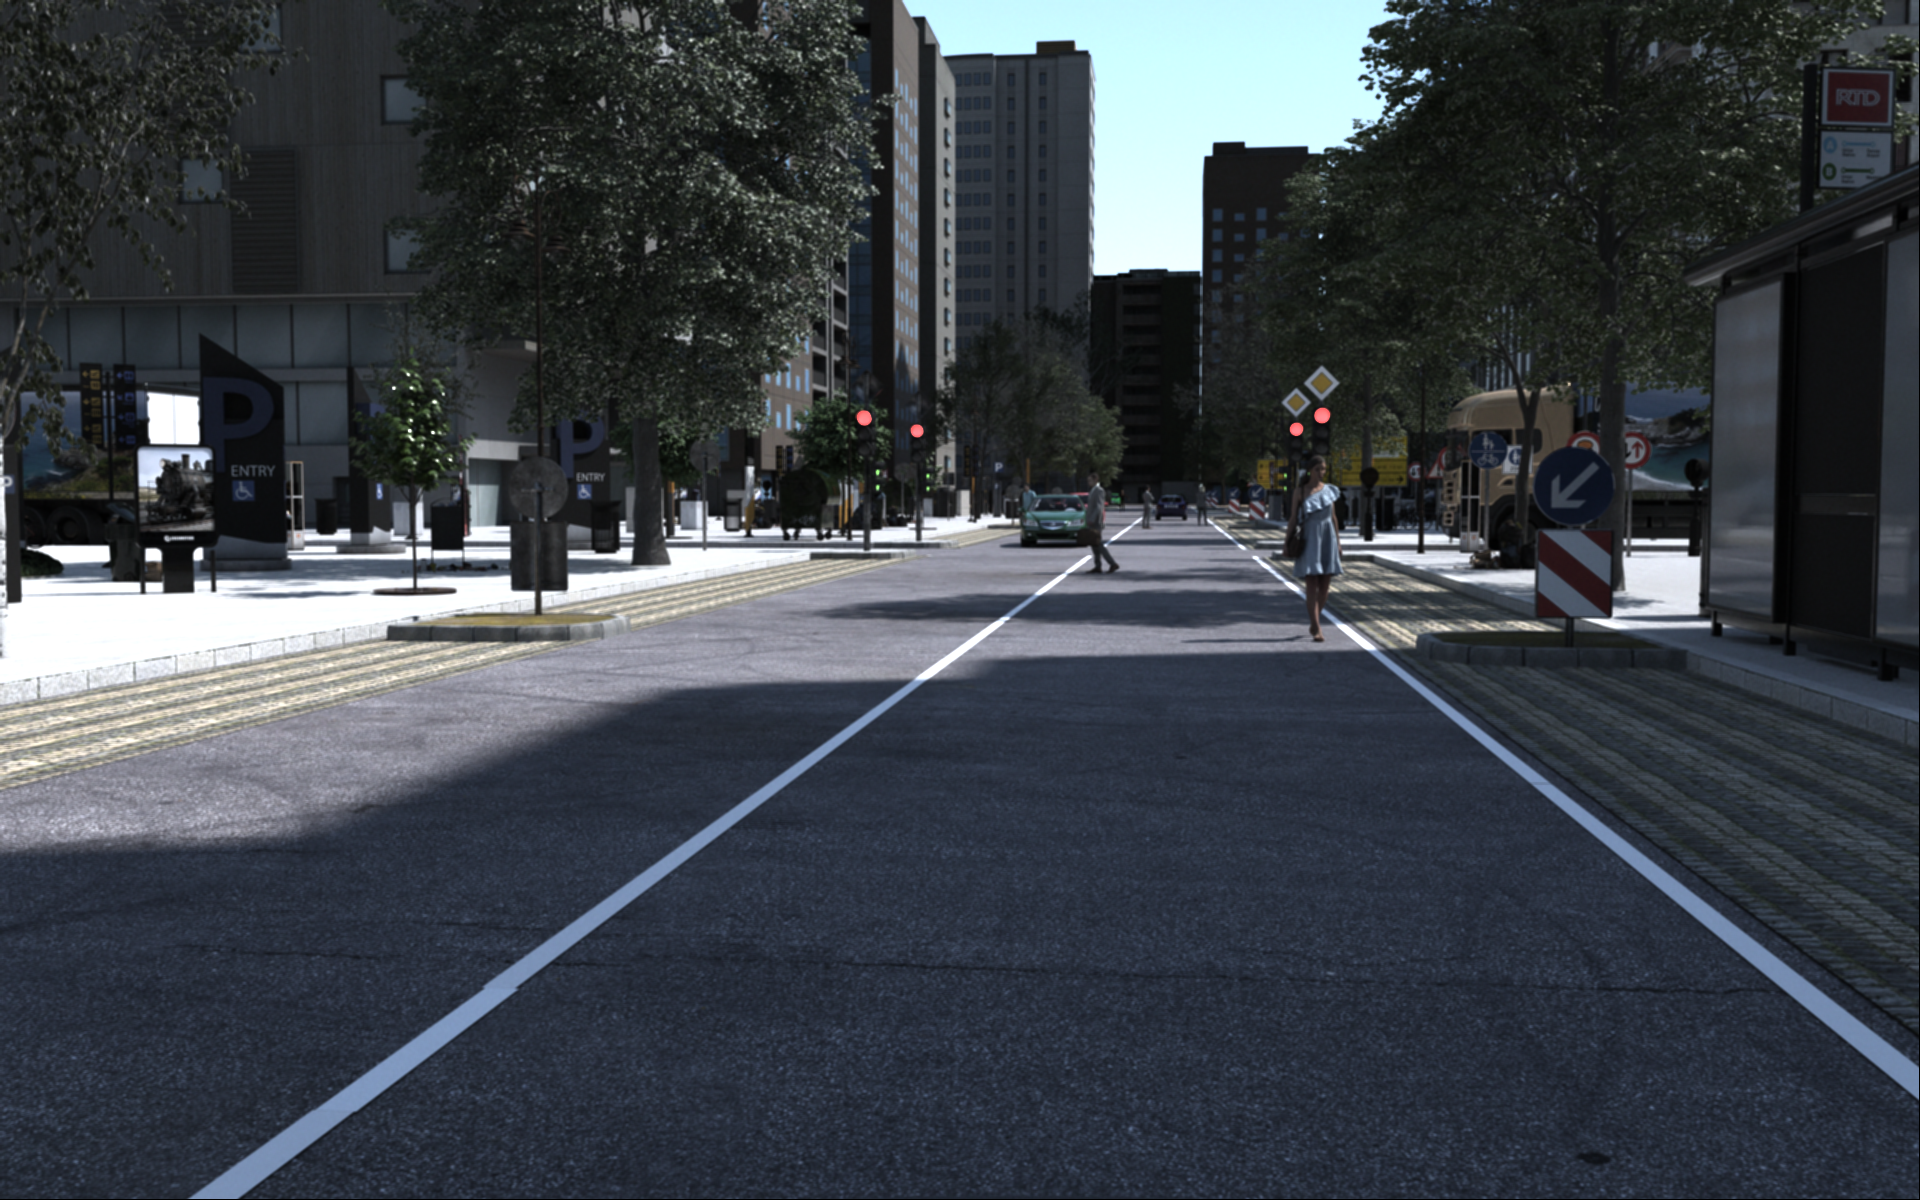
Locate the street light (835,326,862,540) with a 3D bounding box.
[{"bbox_3d":[-3.058,-4.588,47.798,0.468,5.910,1.993,0,4,7],"label":"street light"}]

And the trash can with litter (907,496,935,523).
[{"bbox_3d":[-2.188,-4.021,76.794,1.678,1.210,2.233,-1,4,-22],"label":"trash can with litter"}]

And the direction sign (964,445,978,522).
[{"bbox_3d":[0.515,-5.381,79.975,0.876,3.537,0.379,3,5,44],"label":"direction sign"}]

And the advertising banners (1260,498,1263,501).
[{"bbox_3d":[17.893,-6.518,102.753,0.090,3.025,2.074,2,4,28],"label":"advertising banners"}]

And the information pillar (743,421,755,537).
[{"bbox_3d":[-6.249,-3.673,51.409,0.183,3.616,0.504,1,4,18],"label":"information pillar"}]

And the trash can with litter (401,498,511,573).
[{"bbox_3d":[-8.200,-1.102,29.077,2.233,1.210,1.678,-1,4,-16],"label":"trash can with litter"}]

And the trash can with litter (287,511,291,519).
[{"bbox_3d":[-13.945,-1.419,34.580,0.624,1.170,1.055,2,4,26],"label":"trash can with litter"}]

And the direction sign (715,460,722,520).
[{"bbox_3d":[-11.873,-5.696,85.133,0.379,3.537,0.876,0,4,2],"label":"direction sign"}]

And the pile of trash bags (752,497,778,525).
[{"bbox_3d":[-7.269,-3.866,72.969,1.912,1.369,3.447,2,4,27],"label":"pile of trash bags"}]

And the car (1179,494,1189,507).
[{"bbox_3d":[18.100,-8.243,144.561,2.009,1.686,4.222,0,4,6],"label":"car"}]

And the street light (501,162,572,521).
[{"bbox_3d":[-5.965,-3.168,24.586,0.468,5.910,1.993,0,4,7],"label":"street light"}]

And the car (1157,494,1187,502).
[{"bbox_3d":[14.246,-6.524,116.451,2.009,1.686,4.222,1,4,8],"label":"car"}]

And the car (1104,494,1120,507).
[{"bbox_3d":[16.901,-11.176,191.529,1.959,1.807,4.718,0,4,7],"label":"car"}]

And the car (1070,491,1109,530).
[{"bbox_3d":[4.963,-3.751,70.370,2.155,1.783,4.494,0,4,6],"label":"car"}]

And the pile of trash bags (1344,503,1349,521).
[{"bbox_3d":[18.305,-4.557,84.257,3.447,1.369,1.912,-2,4,-30],"label":"pile of trash bags"}]

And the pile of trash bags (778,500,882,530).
[{"bbox_3d":[-4.464,-3.215,62.321,3.447,1.369,1.912,2,4,27],"label":"pile of trash bags"}]

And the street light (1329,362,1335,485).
[{"bbox_3d":[12.694,-5.289,59.269,0.468,5.910,1.993,0,4,7],"label":"street light"}]

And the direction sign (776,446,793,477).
[{"bbox_3d":[-8.192,-5.439,80.929,0.876,3.537,0.379,1,4,21],"label":"direction sign"}]

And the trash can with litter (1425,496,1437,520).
[{"bbox_3d":[22.844,-4.417,83.611,0.624,1.170,1.055,0,4,-5],"label":"trash can with litter"}]

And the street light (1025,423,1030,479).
[{"bbox_3d":[4.250,-8.204,106.928,0.468,5.910,1.993,0,4,7],"label":"street light"}]

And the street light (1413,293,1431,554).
[{"bbox_3d":[9.943,-3.939,37.184,0.468,5.910,1.993,0,4,7],"label":"street light"}]

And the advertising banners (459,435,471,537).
[{"bbox_3d":[-14.862,-3.411,51.956,0.090,3.025,2.074,0,4,-8],"label":"advertising banners"}]

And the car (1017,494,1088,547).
[{"bbox_3d":[2.707,-2.229,48.242,2.131,1.459,4.920,0,4,6],"label":"car"}]

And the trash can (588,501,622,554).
[{"bbox_3d":[-7.685,-1.584,37.546,0.748,1.137,0.748,0,3,0],"label":"trash can"}]

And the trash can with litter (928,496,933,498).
[{"bbox_3d":[-1.768,-5.836,106.804,0.624,1.170,1.055,1,4,16],"label":"trash can with litter"}]

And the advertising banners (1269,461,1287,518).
[{"bbox_3d":[17.012,-5.883,92.379,0.090,3.025,2.074,-1,4,-19],"label":"advertising banners"}]

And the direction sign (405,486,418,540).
[{"bbox_3d":[-15.489,-3.474,48.799,0.379,3.537,0.876,-2,4,-27],"label":"direction sign"}]

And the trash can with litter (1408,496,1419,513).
[{"bbox_3d":[27.251,-5.673,104.142,0.624,1.170,1.055,2,4,35],"label":"trash can with litter"}]

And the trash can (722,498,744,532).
[{"bbox_3d":[-7.776,-2.912,59.266,0.748,1.137,0.748,0,3,0],"label":"trash can"}]

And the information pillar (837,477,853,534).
[{"bbox_3d":[-3.722,-3.967,56.222,0.504,3.616,0.183,-2,4,-34],"label":"information pillar"}]

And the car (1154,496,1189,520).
[{"bbox_3d":[11.678,-5.080,95.637,1.945,1.354,3.894,0,4,7],"label":"car"}]

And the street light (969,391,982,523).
[{"bbox_3d":[0.680,-6.405,77.507,0.468,5.910,1.993,0,4,7],"label":"street light"}]

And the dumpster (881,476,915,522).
[{"bbox_3d":[-2.831,-4.792,80.842,1.502,2.255,1.985,0,4,7],"label":"dumpster"}]

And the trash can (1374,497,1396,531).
[{"bbox_3d":[14.736,-2.964,60.116,0.748,1.137,0.748,0,3,0],"label":"trash can"}]

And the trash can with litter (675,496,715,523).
[{"bbox_3d":[-12.030,-4.041,77.126,2.233,1.210,1.678,-1,4,-12],"label":"trash can with litter"}]

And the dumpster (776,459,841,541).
[{"bbox_3d":[-4.225,-2.793,48.161,1.502,2.255,1.985,0,4,7],"label":"dumpster"}]

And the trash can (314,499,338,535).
[{"bbox_3d":[-19.962,-2.625,54.569,0.748,1.137,0.748,0,3,0],"label":"trash can"}]

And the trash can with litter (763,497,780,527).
[{"bbox_3d":[-7.020,-3.444,67.361,2.233,1.210,1.678,0,4,4],"label":"trash can with litter"}]

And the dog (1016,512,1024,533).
[{"bbox_3d":[2.489,-2.880,63.922,0.513,0.831,0.800,-3,4,-36],"label":"dog"}]

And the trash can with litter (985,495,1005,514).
[{"bbox_3d":[2.260,-6.040,109.812,2.233,1.210,1.678,-1,4,-14],"label":"trash can with litter"}]

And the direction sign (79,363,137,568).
[{"bbox_3d":[-14.802,-2.335,30.179,0.876,3.537,0.379,-3,4,-36],"label":"direction sign"}]

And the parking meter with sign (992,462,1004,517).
[{"bbox_3d":[2.059,-6.085,95.744,0.543,3.016,1.738,0,4,-4],"label":"parking meter with sign"}]

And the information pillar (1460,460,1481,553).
[{"bbox_3d":[11.124,-2.035,37.761,0.304,2.012,0.304,-1,4,-22],"label":"information pillar"}]

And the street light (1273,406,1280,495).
[{"bbox_3d":[16.361,-7.143,89.570,0.468,5.910,1.993,0,4,7],"label":"street light"}]

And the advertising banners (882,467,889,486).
[{"bbox_3d":[-4.221,-7.181,113.591,2.074,3.025,0.090,-2,4,-26],"label":"advertising banners"}]

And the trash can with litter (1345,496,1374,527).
[{"bbox_3d":[15.309,-3.461,67.649,1.678,1.210,2.233,1,4,15],"label":"trash can with litter"}]

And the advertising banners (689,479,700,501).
[{"bbox_3d":[-14.013,-5.833,91.560,0.090,3.025,2.074,-2,4,-24],"label":"advertising banners"}]

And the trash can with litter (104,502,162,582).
[{"bbox_3d":[-11.967,-0.858,25.411,1.055,1.170,0.624,1,4,8],"label":"trash can with litter"}]

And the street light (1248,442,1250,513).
[{"bbox_3d":[19.902,-8.942,118.994,0.468,5.910,1.993,0,4,7],"label":"street light"}]
